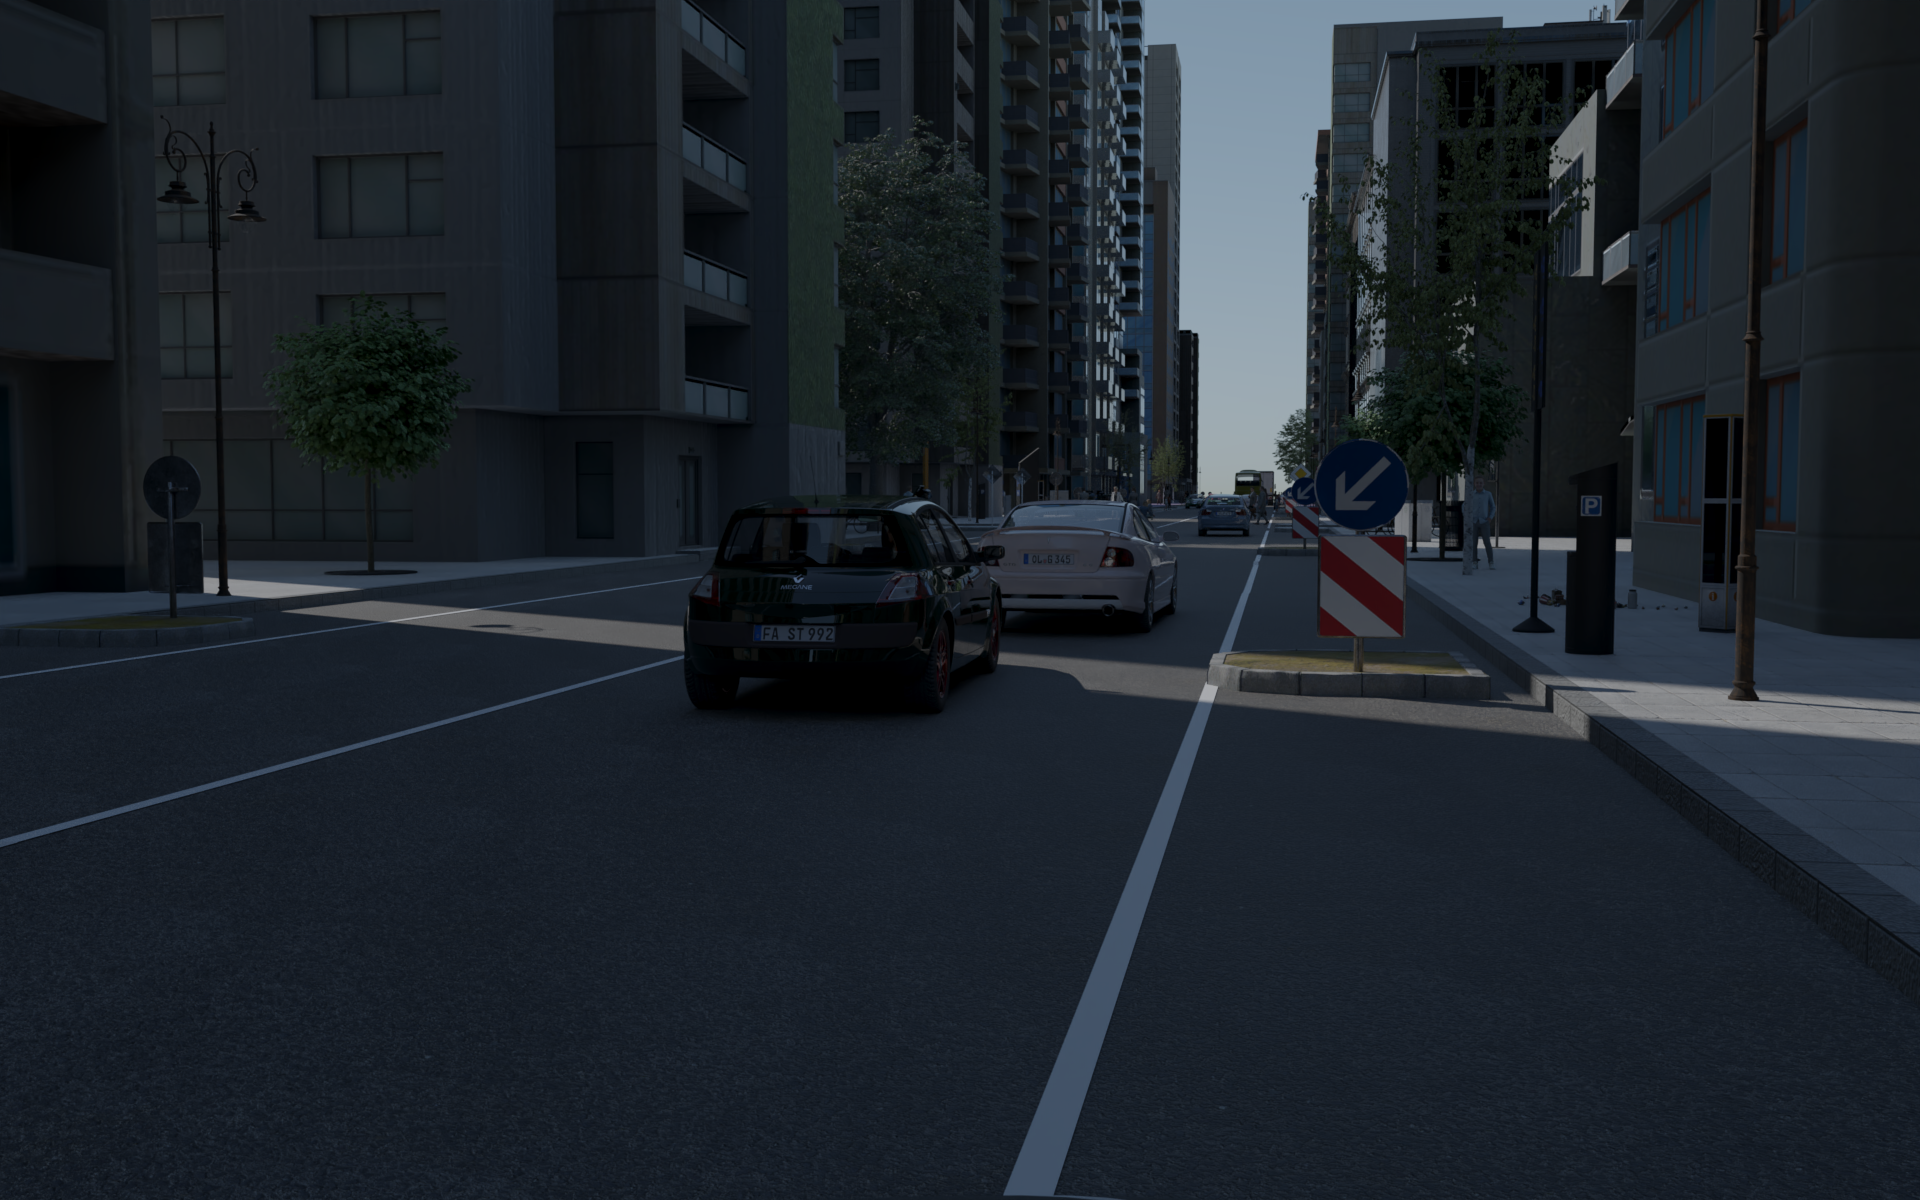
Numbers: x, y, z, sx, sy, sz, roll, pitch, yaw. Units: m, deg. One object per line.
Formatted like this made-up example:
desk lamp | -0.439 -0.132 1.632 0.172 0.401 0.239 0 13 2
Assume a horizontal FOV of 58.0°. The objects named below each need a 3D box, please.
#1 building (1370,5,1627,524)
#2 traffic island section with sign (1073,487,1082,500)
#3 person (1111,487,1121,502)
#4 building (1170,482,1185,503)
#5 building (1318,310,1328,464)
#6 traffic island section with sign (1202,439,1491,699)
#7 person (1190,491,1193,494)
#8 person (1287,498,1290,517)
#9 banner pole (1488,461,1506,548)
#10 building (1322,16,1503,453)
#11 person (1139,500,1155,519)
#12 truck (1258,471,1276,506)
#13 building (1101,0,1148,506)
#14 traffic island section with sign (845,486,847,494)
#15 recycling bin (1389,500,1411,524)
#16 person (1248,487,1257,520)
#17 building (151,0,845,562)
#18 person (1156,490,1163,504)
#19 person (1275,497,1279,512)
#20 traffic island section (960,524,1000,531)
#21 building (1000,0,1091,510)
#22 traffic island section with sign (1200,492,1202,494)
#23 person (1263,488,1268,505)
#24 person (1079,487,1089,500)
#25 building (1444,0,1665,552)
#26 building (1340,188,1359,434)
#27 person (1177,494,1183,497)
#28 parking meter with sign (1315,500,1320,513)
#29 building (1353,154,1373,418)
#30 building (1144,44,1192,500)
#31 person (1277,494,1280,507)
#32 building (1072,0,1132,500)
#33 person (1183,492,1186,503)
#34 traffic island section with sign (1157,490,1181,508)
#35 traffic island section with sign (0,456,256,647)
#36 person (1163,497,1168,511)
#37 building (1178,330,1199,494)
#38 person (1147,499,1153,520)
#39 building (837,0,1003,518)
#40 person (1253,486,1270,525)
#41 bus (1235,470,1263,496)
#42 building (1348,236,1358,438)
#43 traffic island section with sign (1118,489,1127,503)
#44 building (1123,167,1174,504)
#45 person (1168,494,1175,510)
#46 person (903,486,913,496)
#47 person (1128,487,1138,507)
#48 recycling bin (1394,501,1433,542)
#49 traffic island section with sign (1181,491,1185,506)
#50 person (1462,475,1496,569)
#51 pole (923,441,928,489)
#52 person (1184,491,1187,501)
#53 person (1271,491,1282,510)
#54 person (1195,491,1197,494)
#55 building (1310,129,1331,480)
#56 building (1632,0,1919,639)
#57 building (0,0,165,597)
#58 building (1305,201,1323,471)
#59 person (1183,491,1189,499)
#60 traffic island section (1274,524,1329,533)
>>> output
building | 34.036 -15.795 77.319 30.058 24.678 14.314 1 4 10
traffic island section with sign | 6.719 -5.442 97.597 1.989 1.847 2.006 1 4 10
person | 8.691 -5.404 96.735 0.514 1.842 0.818 -1 4 -8
building | 17.710 -34.869 261.996 32.217 40.220 23.993 1 4 10
building | 50.648 -20.174 174.879 27.650 21.520 28.899 1 4 10
traffic island section with sign | 2.908 -0.279 13.188 1.989 1.847 2.006 1 4 10
person | 35.276 -15.782 264.093 0.705 1.823 1.348 -2 4 -27
person | 18.692 -5.238 98.813 0.362 1.253 0.373 -2 4 -28
banner pole | 12.607 -3.108 40.839 0.401 3.779 0.863 3 4 38
building | 39.838 -28.747 153.611 14.154 41.232 14.086 1 4 10
person | 8.157 -3.876 77.378 1.012 1.151 0.738 1 4 19
truck | 37.708 -13.822 214.910 2.839 4.237 11.283 1 4 11
building | 10.602 -53.996 195.504 22.319 86.520 31.000 1 4 10
traffic island section with sign | -3.266 -2.143 43.667 1.989 1.847 2.006 1 4 10
recycling bin | 18.503 -3.693 72.934 0.722 1.027 0.722 3 4 37
person | 16.462 -5.437 97.366 0.822 1.834 0.622 -2 4 -32
building | -11.076 -21.658 37.707 14.154 41.232 14.086 1 4 10
person | 24.623 -12.681 213.921 0.990 1.755 0.434 3 4 37
person | 23.553 -7.072 128.816 0.352 1.250 0.332 2 4 31
traffic island section | 1.228 -2.795 67.971 2.009 0.180 2.903 1 4 10
building | -2.053 -29.094 130.306 22.147 44.769 28.867 1 4 10
traffic island section with sign | 35.682 -15.015 254.117 1.989 1.847 2.006 1 4 10
person | 20.446 -6.583 116.149 0.555 1.821 0.388 -1 4 -21
person | 6.601 -5.121 92.411 0.511 1.800 0.466 -1 4 -20
building | 25.457 -44.639 42.517 22.319 86.520 31.000 1 4 10
building | 35.814 -20.522 132.803 12.463 27.353 25.104 1 4 10
person | 30.144 -14.013 235.871 1.217 1.735 0.721 1 4 16
parking meter with sign | 23.596 -7.187 113.762 0.543 3.016 1.738 1 4 8
building | 27.187 -15.129 96.505 9.793 20.994 18.267 1 4 10
building | 27.450 -51.599 281.891 20.563 71.187 20.611 1 4 10
person | 28.947 -8.919 157.560 0.421 1.427 0.697 1 4 21
building | 4.080 -33.459 166.661 23.786 49.044 30.456 1 4 10
person | 33.275 -15.201 255.125 0.990 1.755 0.434 2 4 34
traffic island section with sign | 20.801 -10.096 173.691 1.989 1.847 2.006 1 4 10
traffic island section with sign | -8.169 -0.522 17.160 1.989 1.847 2.006 1 4 10
person | 17.549 -8.202 147.610 0.382 1.210 0.505 1 4 23
building | 33.929 -32.304 299.872 14.160 30.474 14.107 1 4 10
person | 10.219 -4.959 95.078 0.738 1.151 1.012 2 4 28
building | -5.723 -19.623 92.539 14.160 30.474 14.107 1 4 10
person | 14.082 -4.426 80.962 0.767 1.812 0.694 1 4 15
bus | 28.944 -11.142 173.719 2.896 3.916 12.252 1 4 10
building | 31.978 -17.320 112.855 12.332 23.373 15.834 1 4 10
traffic island section with sign | 11.741 -7.101 124.736 1.989 1.847 2.006 1 4 10
building | 22.392 -36.176 241.593 14.600 45.320 14.200 1 4 10
person | 18.967 -8.864 156.691 1.065 1.426 0.557 -2 4 -30
person | -1.974 -3.620 67.046 0.589 1.601 0.330 3 5 41
person | 8.449 -4.689 85.443 0.520 1.790 0.573 -3 4 -36
recycling bin | 12.245 -2.094 46.789 0.722 1.027 0.722 -1 4 -21
traffic island section with sign | 25.706 -11.717 200.198 1.989 1.847 2.006 1 4 10
person | 8.868 -1.329 29.585 0.589 1.601 0.330 2 4 24
pole | -1.330 -4.473 66.982 0.158 3.312 0.155 0 3 0
person | 32.342 -14.720 247.230 0.721 1.766 1.217 -2 4 -31
person | 27.942 -8.797 153.051 0.721 1.735 1.217 -3 4 -36
person | 37.690 -16.543 276.536 0.705 1.823 1.348 2 4 34
building | 52.717 -33.572 203.527 22.147 44.769 28.867 1 4 10
building | 20.389 -9.901 6.916 27.650 21.520 28.899 1 4 10
building | -23.055 -23.838 13.461 21.300 48.544 21.600 1 4 10
building | 55.577 -34.174 242.340 14.154 41.232 14.086 1 4 10
person | 24.934 -11.113 190.202 0.705 1.822 1.348 2 4 34
traffic island section | 12.969 -2.662 65.801 2.009 0.180 2.903 1 4 10
